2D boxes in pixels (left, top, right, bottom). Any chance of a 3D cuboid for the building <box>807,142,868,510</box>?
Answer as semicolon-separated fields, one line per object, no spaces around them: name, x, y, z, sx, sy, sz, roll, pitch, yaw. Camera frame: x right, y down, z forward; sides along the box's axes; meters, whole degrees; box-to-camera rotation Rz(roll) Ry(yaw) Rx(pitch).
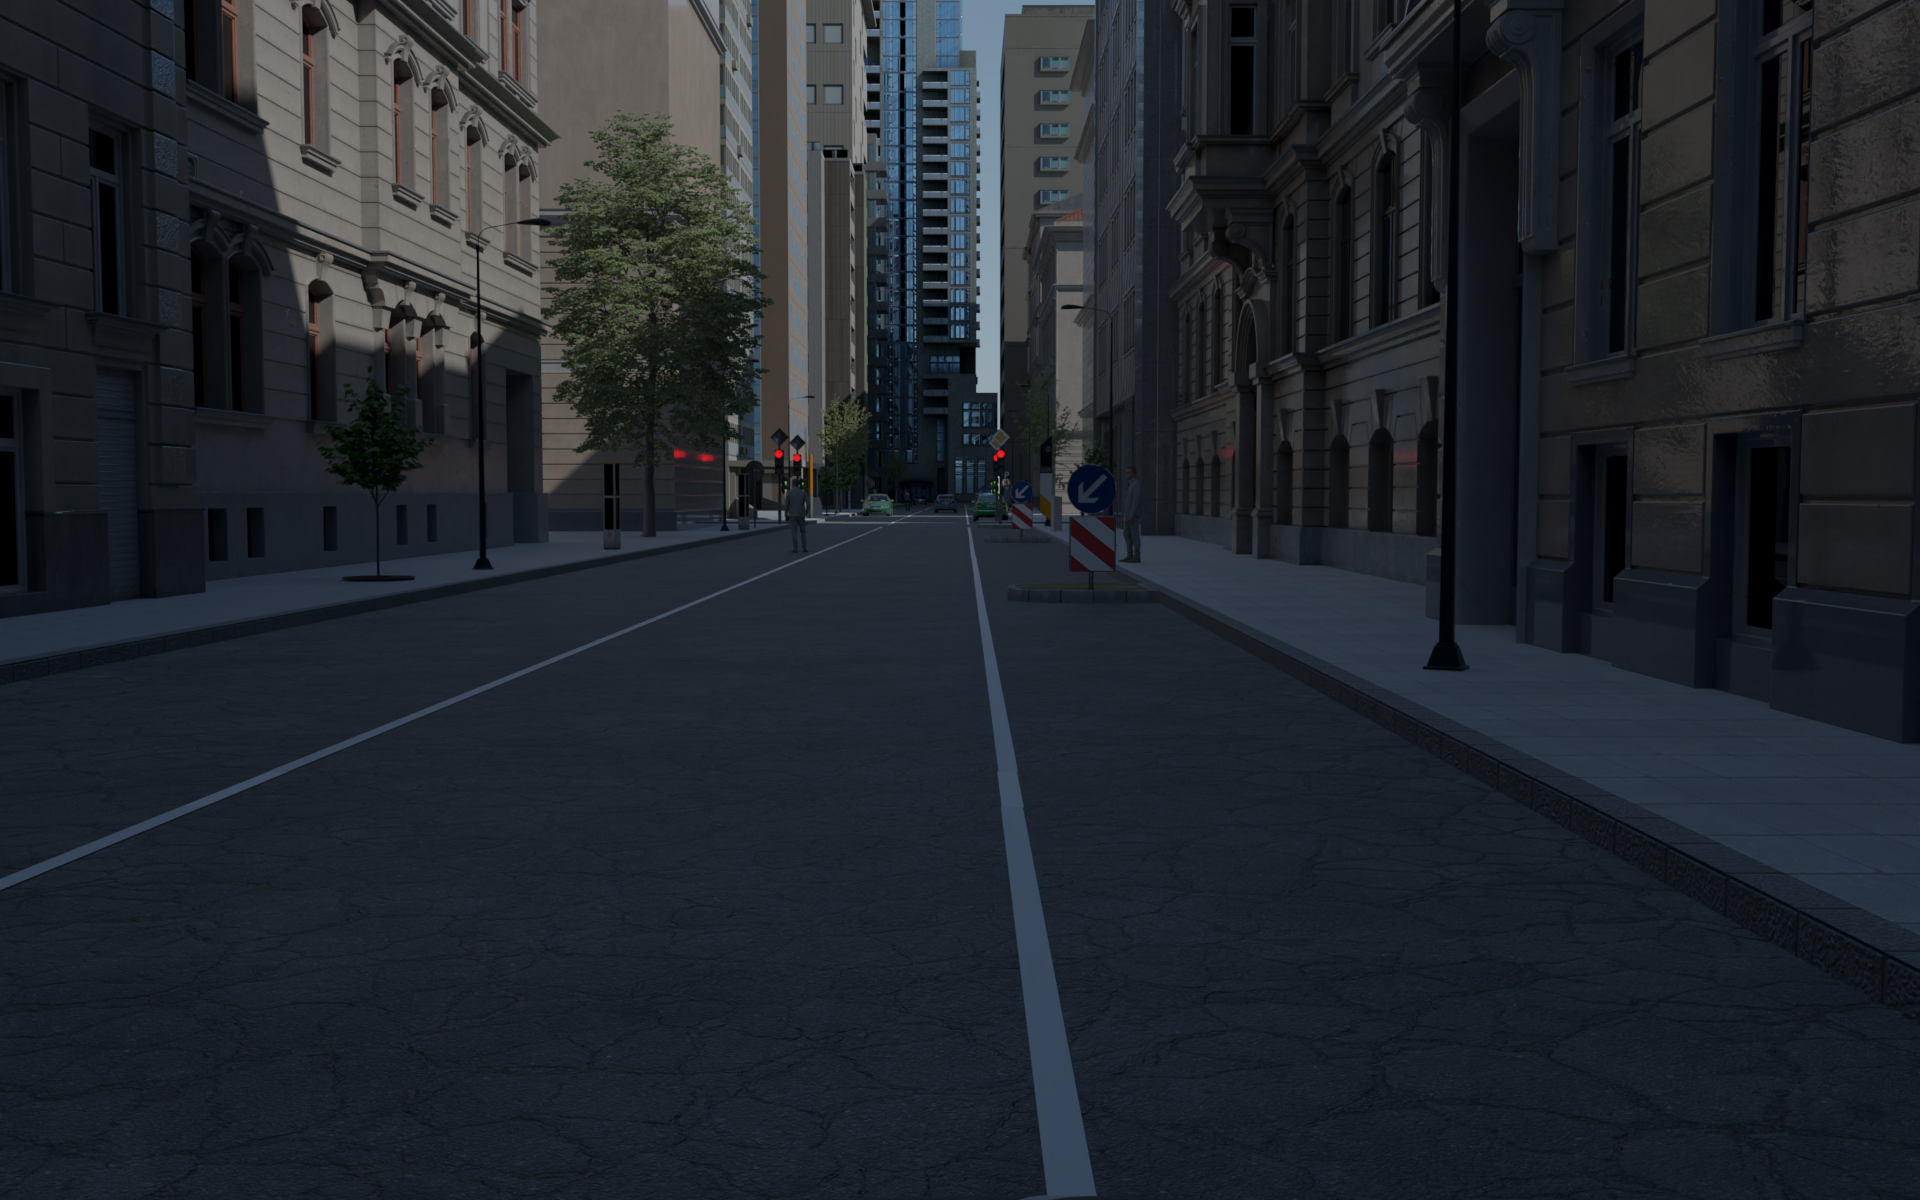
building;-15.140;-22.825;144.897;14.160;30.474;14.107;0;3;0

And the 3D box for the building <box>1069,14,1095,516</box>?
building;17.742;-18.415;88.476;23.554;28.519;14.401;0;3;0

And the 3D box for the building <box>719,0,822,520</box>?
building;-24.171;-24.546;93.216;32.217;40.220;23.993;0;3;0

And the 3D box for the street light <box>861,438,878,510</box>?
street light;-7.419;-10.415;142.834;1.470;5.913;1.316;0;3;0

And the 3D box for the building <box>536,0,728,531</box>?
building;-19.445;-17.083;65.208;20.117;28.700;13.634;0;3;0

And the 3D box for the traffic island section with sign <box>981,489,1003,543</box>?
traffic island section with sign;1.718;-2.638;51.767;1.989;1.847;2.006;0;3;0

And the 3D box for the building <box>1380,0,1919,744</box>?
building;11.051;-13.551;7.469;13.634;28.700;20.117;0;3;0

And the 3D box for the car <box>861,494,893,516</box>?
car;-5.374;-6.191;113.023;2.131;1.459;4.920;0;4;0

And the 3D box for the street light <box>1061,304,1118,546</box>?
street light;3.170;-4.282;42.559;1.470;5.913;1.316;0;3;0

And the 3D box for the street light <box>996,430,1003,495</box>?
street light;3.262;-9.335;125.173;1.470;5.913;1.316;0;3;0

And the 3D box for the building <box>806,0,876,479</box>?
building;-23.064;-35.505;169.738;28.713;52.752;27.495;0;3;0

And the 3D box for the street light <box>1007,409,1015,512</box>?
street light;3.273;-7.499;95.157;1.470;5.913;1.316;0;3;0

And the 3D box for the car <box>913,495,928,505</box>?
car;-5.121;-12.905;223.580;1.945;1.354;3.894;0;4;-1

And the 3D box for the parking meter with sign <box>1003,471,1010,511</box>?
parking meter with sign;3.577;-8.318;132.259;0.543;3.016;1.738;0;4;0

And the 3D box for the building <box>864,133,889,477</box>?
building;-24.463;-36.641;218.686;30.456;49.044;23.786;0;3;0

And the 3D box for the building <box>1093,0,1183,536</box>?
building;11.571;-14.941;62.310;12.078;24.808;19.932;0;3;0

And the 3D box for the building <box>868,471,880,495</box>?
building;-19.547;-46.173;193.176;20.563;71.187;20.611;0;3;0

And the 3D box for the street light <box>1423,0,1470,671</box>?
street light;3.029;-2.447;12.544;1.470;5.913;1.316;0;3;0

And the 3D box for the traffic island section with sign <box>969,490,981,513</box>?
traffic island section with sign;1.876;-7.666;133.960;1.989;1.847;2.006;0;3;0

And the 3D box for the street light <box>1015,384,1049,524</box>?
street light;3.200;-6.173;73.470;1.470;5.913;1.316;0;3;0

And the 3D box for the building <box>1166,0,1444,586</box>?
building;11.647;-13.203;34.961;14.460;24.649;34.723;0;3;0

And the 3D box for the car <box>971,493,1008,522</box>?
car;1.580;-5.035;91.115;1.959;1.807;4.718;0;4;-1

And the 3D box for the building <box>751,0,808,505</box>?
building;-18.349;-28.882;122.337;14.600;45.320;14.200;0;3;0

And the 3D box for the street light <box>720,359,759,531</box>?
street light;-7.598;-5.333;59.733;1.470;5.913;1.316;0;3;0

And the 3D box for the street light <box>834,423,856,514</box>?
street light;-7.461;-8.559;112.473;1.470;5.913;1.316;0;3;0

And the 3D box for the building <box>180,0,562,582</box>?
building;-17.246;-15.108;34.399;14.401;28.519;23.554;0;3;0

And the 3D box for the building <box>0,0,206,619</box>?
building;-15.513;-12.993;9.705;12.463;27.353;25.104;0;3;0

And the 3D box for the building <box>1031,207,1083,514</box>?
building;11.127;-17.339;119.647;11.583;22.565;21.152;0;3;0

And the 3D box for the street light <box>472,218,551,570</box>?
street light;-7.580;-3.472;29.302;1.470;5.913;1.316;0;3;0

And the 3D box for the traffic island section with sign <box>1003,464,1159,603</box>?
traffic island section with sign;1.647;-0.926;23.773;1.989;1.847;2.006;0;3;0

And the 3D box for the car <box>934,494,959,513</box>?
car;-1.080;-7.459;133.959;2.014;1.417;4.499;0;4;1

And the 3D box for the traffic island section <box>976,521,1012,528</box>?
traffic island section;1.764;-3.635;81.720;2.009;0.180;2.903;0;3;0

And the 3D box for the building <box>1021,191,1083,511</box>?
building;11.683;-21.169;143.382;12.463;27.353;25.104;0;3;0

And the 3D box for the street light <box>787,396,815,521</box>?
street light;-7.526;-6.682;81.798;1.470;5.913;1.316;0;3;0
